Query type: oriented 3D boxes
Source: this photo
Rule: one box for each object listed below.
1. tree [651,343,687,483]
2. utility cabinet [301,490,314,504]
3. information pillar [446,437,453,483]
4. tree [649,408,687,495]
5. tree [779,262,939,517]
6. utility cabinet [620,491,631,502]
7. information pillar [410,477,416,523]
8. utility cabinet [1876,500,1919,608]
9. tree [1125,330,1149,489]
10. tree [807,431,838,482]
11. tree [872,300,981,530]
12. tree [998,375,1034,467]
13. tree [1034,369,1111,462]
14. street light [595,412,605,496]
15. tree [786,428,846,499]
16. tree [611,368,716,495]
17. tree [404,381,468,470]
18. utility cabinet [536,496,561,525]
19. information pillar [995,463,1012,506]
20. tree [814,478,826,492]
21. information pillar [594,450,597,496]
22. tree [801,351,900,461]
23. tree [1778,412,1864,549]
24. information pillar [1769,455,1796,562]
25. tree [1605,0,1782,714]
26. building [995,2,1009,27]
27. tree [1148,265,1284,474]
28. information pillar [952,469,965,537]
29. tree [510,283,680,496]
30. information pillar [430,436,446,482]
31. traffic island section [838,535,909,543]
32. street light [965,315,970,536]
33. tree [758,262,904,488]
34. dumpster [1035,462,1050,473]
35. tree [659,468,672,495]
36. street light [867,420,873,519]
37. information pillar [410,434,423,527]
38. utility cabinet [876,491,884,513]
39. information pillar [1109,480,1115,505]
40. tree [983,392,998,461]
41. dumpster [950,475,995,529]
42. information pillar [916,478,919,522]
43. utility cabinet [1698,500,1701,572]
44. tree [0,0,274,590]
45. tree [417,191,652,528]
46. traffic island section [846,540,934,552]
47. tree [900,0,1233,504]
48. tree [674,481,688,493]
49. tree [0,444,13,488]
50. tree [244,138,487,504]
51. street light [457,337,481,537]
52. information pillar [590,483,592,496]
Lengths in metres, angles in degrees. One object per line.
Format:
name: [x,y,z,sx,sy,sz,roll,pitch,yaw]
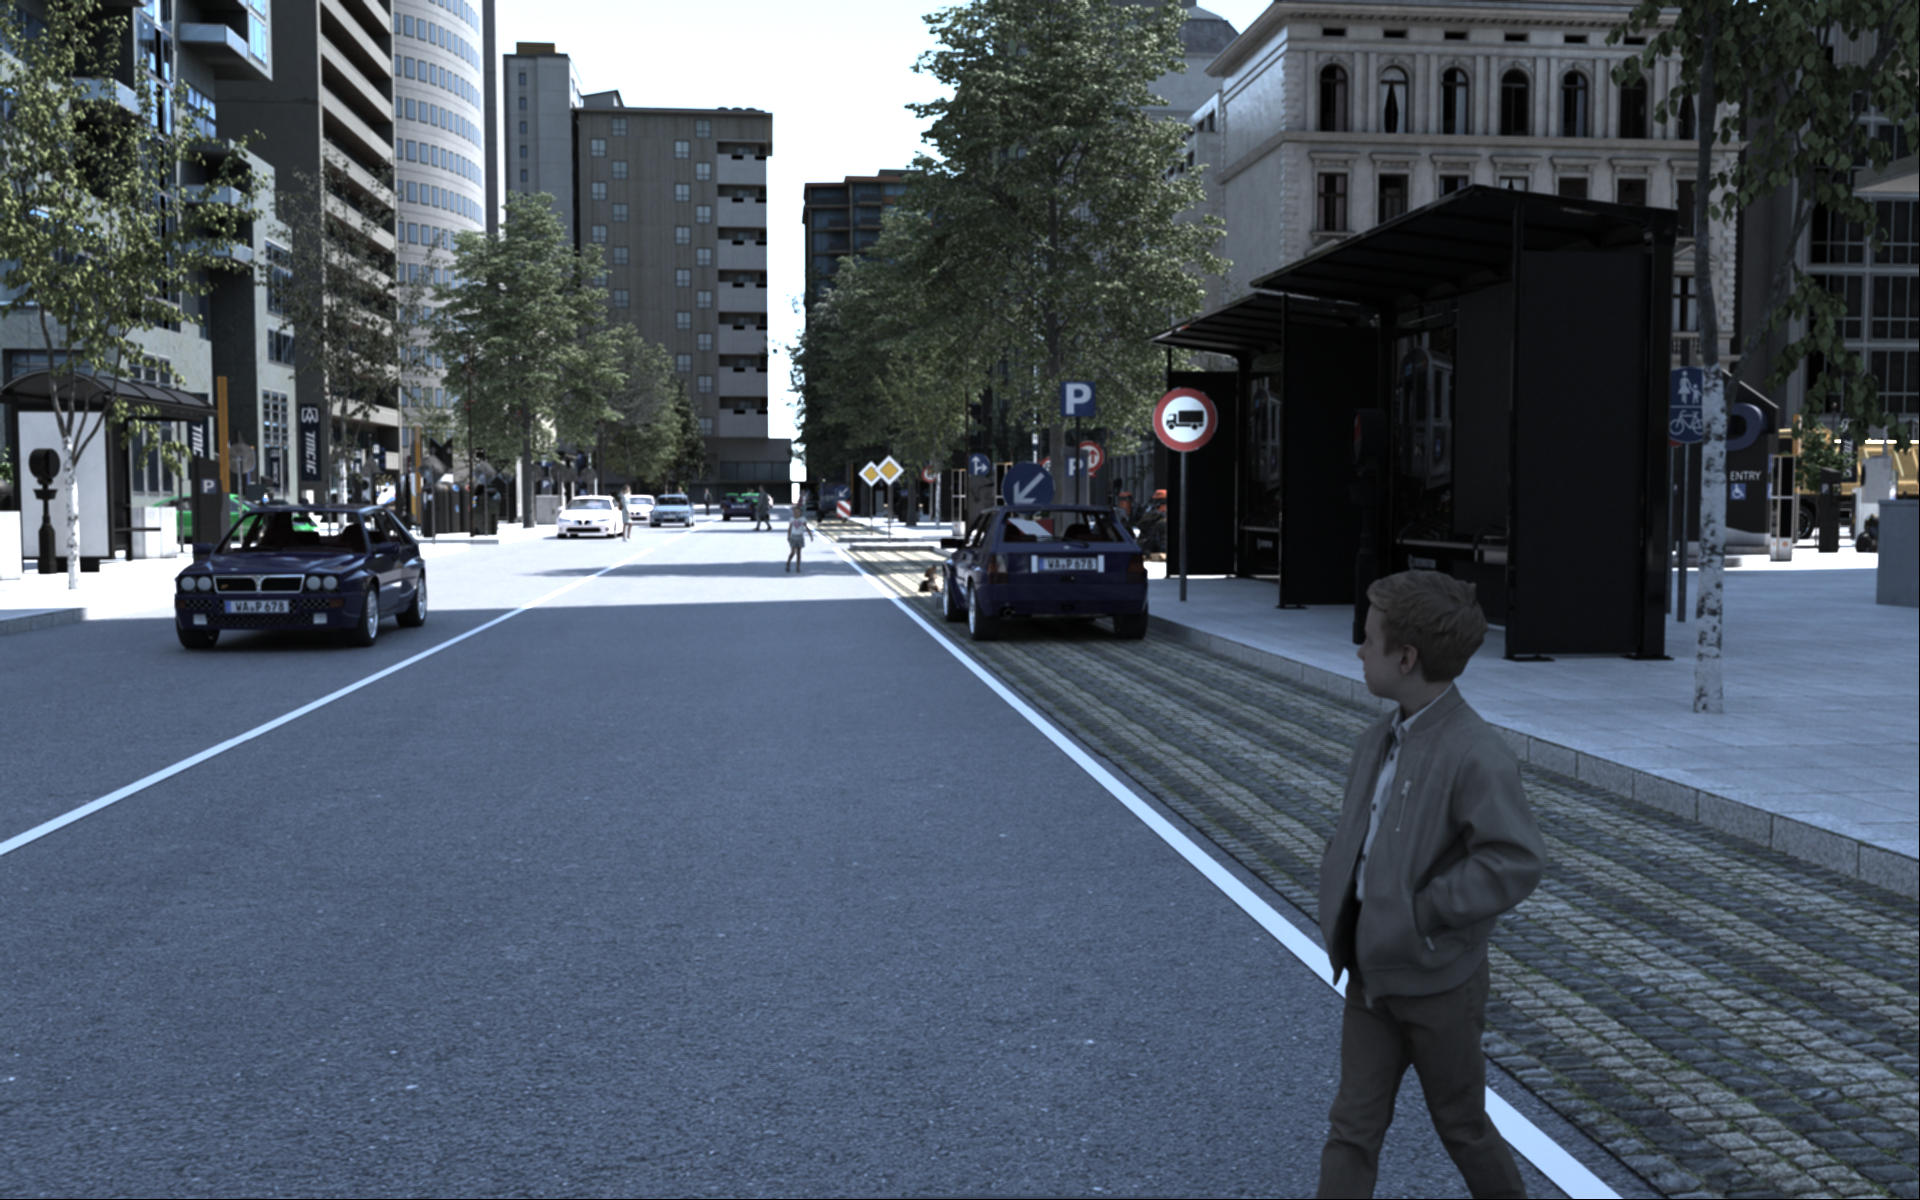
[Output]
tree: [-22.424,-12.053,115.198,7.486,12.596,7.792,0,3,0]
utility cabinet: [-37.802,-5.606,100.336,0.318,1.500,1.173,0,4,-2]
information pillar: [-21.111,-4.893,71.363,0.183,3.616,0.504,3,5,40]
tree: [-25.127,-12.014,146.791,4.737,8.622,4.395,0,3,0]
tree: [-5.143,-11.547,95.445,9.857,13.997,8.962,0,3,0]
utility cabinet: [-20.959,-6.104,108.485,0.318,1.500,1.173,0,4,6]
information pillar: [-23.646,-4.323,75.177,0.304,2.012,0.304,3,5,41]
utility cabinet: [10.916,-0.521,19.677,0.306,1.237,1.020,-1,4,-13]
tree: [8.633,-7.536,73.568,4.360,8.622,3.978,0,3,0]
tree: [-13.475,-13.823,176.373,4.360,8.622,3.978,0,3,0]
tree: [-0.901,-6.842,62.221,4.737,8.622,4.395,0,3,0]
tree: [4.693,-9.350,103.233,4.360,8.622,3.978,0,3,0]
tree: [6.600,-8.875,95.461,4.360,8.622,3.978,0,3,0]
street light: [-18.533,-7.132,89.398,0.468,5.910,1.993,0,4,-6]
tree: [-15.900,-15.879,194.027,8.767,10.594,7.601,1,4,22]
tree: [-26.715,-14.612,155.921,9.611,12.733,9.660,0,3,0]
tree: [-34.365,-10.016,114.120,4.737,8.622,4.395,0,3,0]
utility cabinet: [-16.948,-3.680,71.335,1.020,1.237,0.306,-1,4,-14]
information pillar: [1.040,-2.245,41.197,0.304,2.012,0.304,2,4,33]
tree: [-16.158,-12.675,201.837,1.663,3.219,1.824,0,3,0]
information pillar: [-19.451,-6.181,92.417,0.183,3.616,0.504,0,4,-6]
tree: [-6.572,-11.594,115.311,9.928,11.665,9.643,0,3,0]
tree: [20.282,-2.852,41.230,1.663,3.219,1.824,0,3,0]
information pillar: [15.604,-1.735,32.864,0.304,2.012,0.304,0,4,-2]
tree: [4.581,-3.634,9.773,4.737,8.622,4.395,0,3,0]
building: [16.135,-48.843,236.829,20.611,71.187,20.563,0,4,-6]
tree: [8.927,-6.473,56.204,4.360,8.622,3.978,0,3,0]
information pillar: [-0.031,-2.892,51.780,0.304,2.012,0.304,2,4,33]
tree: [-21.094,-11.696,101.598,12.009,13.543,11.850,0,3,0]
information pillar: [-21.287,-4.834,70.397,0.504,3.616,0.183,0,4,4]
traffic island section: [-2.649,-1.834,52.264,2.009,0.180,2.903,0,4,-6]
street light: [0.180,-4.343,43.799,0.468,5.910,1.993,0,4,-6]
tree: [-9.957,-17.500,142.008,12.611,20.169,13.585,0,3,0]
dumpster: [2.503,-3.108,53.314,1.502,2.255,1.985,0,4,-6]
tree: [-28.085,-13.221,166.528,4.360,8.622,3.978,0,3,0]
street light: [-4.490,-7.013,87.444,0.468,5.910,1.993,0,4,-6]
information pillar: [-21.183,-4.663,67.589,0.504,3.616,0.183,1,4,15]
utility cabinet: [-5.793,-6.698,118.193,1.173,1.500,0.318,0,4,1]
information pillar: [7.892,-5.243,90.217,0.304,2.012,0.304,3,4,36]
tree: [3.366,-10.306,118.862,4.360,8.622,3.978,0,3,0]
dumpster: [0.408,-2.905,53.252,1.264,1.857,1.865,0,4,-6]
information pillar: [-2.081,-4.596,79.631,0.304,2.012,0.304,3,5,43]
utility cabinet: [12.153,-1.033,28.059,0.306,1.237,1.020,2,4,26]
tree: [-11.628,-4.431,22.816,4.737,8.622,4.395,0,3,0]
tree: [-16.246,-8.972,64.821,7.486,12.596,7.792,0,3,0]
traffic island section: [-1.785,-1.348,44.326,2.009,0.180,2.903,0,4,-6]
tree: [1.731,-7.168,35.329,7.486,12.596,7.792,0,3,0]
tree: [-31.366,-12.233,194.618,1.663,3.219,1.824,0,3,0]
tree: [-31.683,-3.808,56.856,1.663,3.219,1.824,0,3,0]
tree: [-13.032,-5.302,37.057,4.360,8.622,3.978,0,3,0]
street light: [-14.447,-4.790,51.101,0.468,5.910,1.993,0,4,-6]
information pillar: [-20.186,-5.481,94.107,0.304,2.012,0.304,1,4,12]
